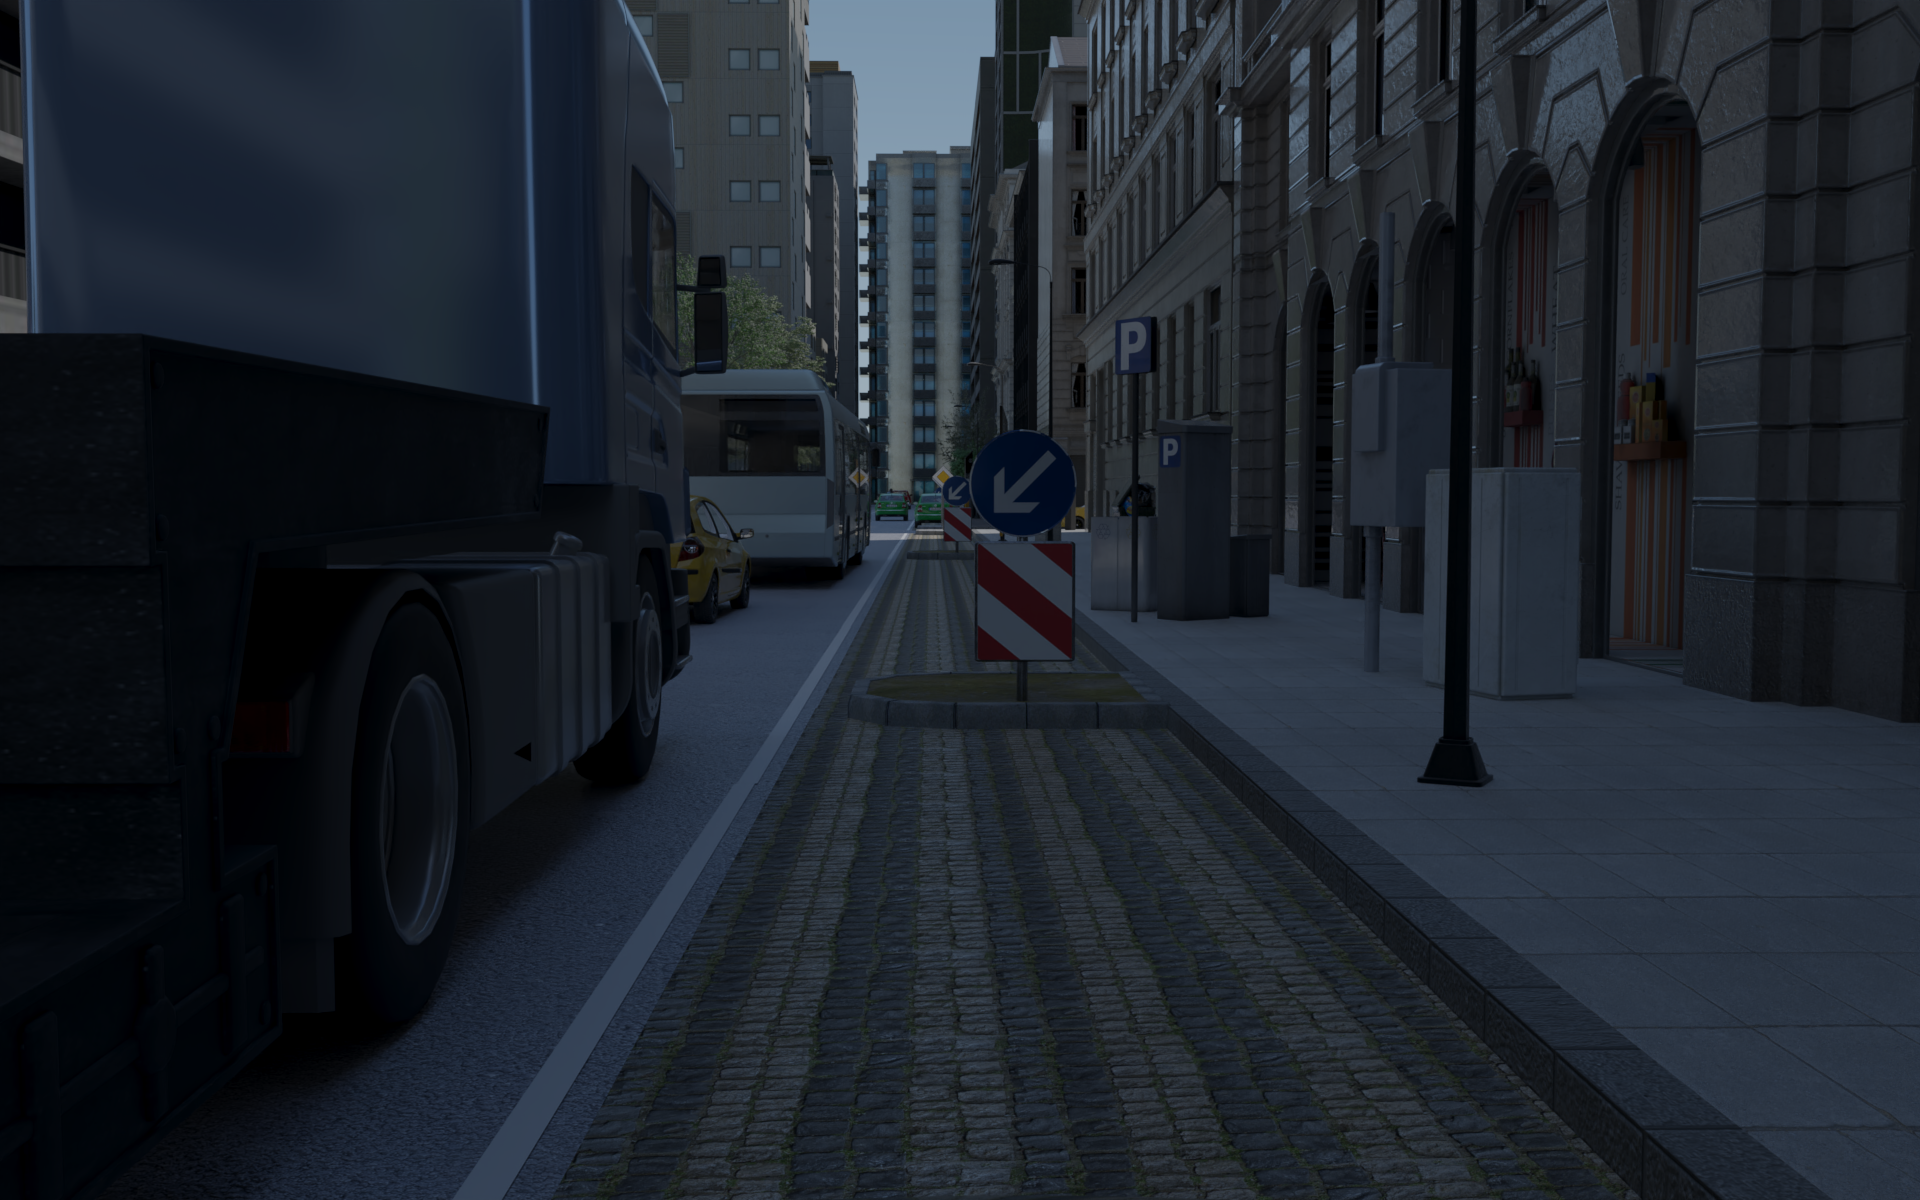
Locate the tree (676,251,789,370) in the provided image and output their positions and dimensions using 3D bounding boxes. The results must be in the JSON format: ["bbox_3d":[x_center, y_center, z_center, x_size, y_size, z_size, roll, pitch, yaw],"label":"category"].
[{"bbox_3d":[-11.149,-9.155,75.439,9.928,11.665,9.643,0,3,0],"label":"tree"}]

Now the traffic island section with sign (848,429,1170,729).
[{"bbox_3d":[0.271,-0.171,11.426,1.989,1.847,2.006,0,4,-1],"label":"traffic island section with sign"}]

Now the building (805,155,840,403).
[{"bbox_3d":[-21.785,-32.243,210.769,14.086,41.232,14.154,0,4,-1],"label":"building"}]

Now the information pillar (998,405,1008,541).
[{"bbox_3d":[1.157,-3.347,46.073,0.183,3.616,0.504,1,4,19],"label":"information pillar"}]

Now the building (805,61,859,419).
[{"bbox_3d":[-28.168,-42.624,238.908,28.212,58.520,21.231,0,4,-1],"label":"building"}]

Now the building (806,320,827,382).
[{"bbox_3d":[-28.937,-20.873,186.310,27.650,21.520,28.899,0,4,-1],"label":"building"}]

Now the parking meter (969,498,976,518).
[{"bbox_3d":[0.660,-5.083,91.514,0.372,1.533,0.369,0,3,0],"label":"parking meter"}]

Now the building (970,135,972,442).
[{"bbox_3d":[12.144,-35.678,207.033,21.300,48.544,21.600,0,4,-1],"label":"building"}]

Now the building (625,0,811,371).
[{"bbox_3d":[-27.730,-34.719,156.886,28.713,52.752,27.495,0,4,-1],"label":"building"}]

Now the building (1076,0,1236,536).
[{"bbox_3d":[11.739,-12.899,44.175,16.112,22.955,30.059,0,4,-1],"label":"building"}]

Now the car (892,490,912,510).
[{"bbox_3d":[-5.569,-9.350,161.545,2.281,1.827,5.304,0,4,-2],"label":"car"}]

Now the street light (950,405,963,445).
[{"bbox_3d":[0.369,-7.199,90.250,1.470,5.913,1.316,0,4,-1],"label":"street light"}]

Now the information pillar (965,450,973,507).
[{"bbox_3d":[0.482,-6.199,92.701,0.504,3.616,0.183,-2,4,-32],"label":"information pillar"}]

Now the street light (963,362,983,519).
[{"bbox_3d":[0.946,-5.425,61.236,1.470,5.913,1.316,0,4,-1],"label":"street light"}]

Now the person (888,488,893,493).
[{"bbox_3d":[-4.503,-6.250,110.950,0.793,1.790,0.793,0,4,8],"label":"person"}]

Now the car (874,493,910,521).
[{"bbox_3d":[-3.696,-5.202,93.843,1.959,1.807,4.718,0,4,-2],"label":"car"}]

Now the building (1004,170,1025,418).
[{"bbox_3d":[8.787,-17.267,111.198,11.050,23.489,19.941,0,4,-1],"label":"building"}]

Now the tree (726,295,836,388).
[{"bbox_3d":[-11.034,-11.085,99.374,7.486,12.596,7.792,0,3,0],"label":"tree"}]

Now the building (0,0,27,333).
[{"bbox_3d":[-22.072,-35.753,22.807,20.563,71.187,20.611,0,4,-1],"label":"building"}]

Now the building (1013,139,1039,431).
[{"bbox_3d":[9.394,-16.099,92.889,12.332,23.373,15.834,0,4,-1],"label":"building"}]

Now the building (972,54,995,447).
[{"bbox_3d":[12.491,-34.350,185.317,21.300,48.544,21.600,0,4,-1],"label":"building"}]

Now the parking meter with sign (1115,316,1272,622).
[{"bbox_3d":[2.426,-1.312,17.715,1.738,3.016,0.543,-2,4,-34],"label":"parking meter with sign"}]

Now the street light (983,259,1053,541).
[{"bbox_3d":[1.258,-3.780,34.347,1.470,5.913,1.316,0,4,-1],"label":"street light"}]

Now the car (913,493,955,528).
[{"bbox_3d":[-1.031,-3.978,73.841,1.959,1.807,4.718,0,4,-1],"label":"car"}]

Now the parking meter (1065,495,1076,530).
[{"bbox_3d":[3.910,-3.408,61.436,0.255,1.863,0.399,2,4,35],"label":"parking meter"}]

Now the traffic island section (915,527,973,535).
[{"bbox_3d":[-0.568,-2.391,61.372,2.009,0.180,2.903,0,4,-1],"label":"traffic island section"}]

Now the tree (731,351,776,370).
[{"bbox_3d":[-10.658,-8.529,89.808,4.737,8.622,4.395,0,3,0],"label":"tree"}]

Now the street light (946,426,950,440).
[{"bbox_3d":[-0.229,-8.873,117.621,1.470,5.913,1.316,0,4,-1],"label":"street light"}]

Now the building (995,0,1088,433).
[{"bbox_3d":[11.680,-44.360,163.543,20.563,71.187,20.611,0,4,-1],"label":"building"}]

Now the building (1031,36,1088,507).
[{"bbox_3d":[12.499,-13.844,75.506,18.267,20.994,9.793,0,4,-1],"label":"building"}]

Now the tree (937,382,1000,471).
[{"bbox_3d":[0.840,-9.874,111.804,4.360,8.622,3.978,0,3,0],"label":"tree"}]

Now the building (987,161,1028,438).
[{"bbox_3d":[9.399,-21.124,132.764,14.401,28.519,23.554,0,4,-1],"label":"building"}]

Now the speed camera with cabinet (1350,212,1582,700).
[{"bbox_3d":[3.360,-1.060,11.663,0.660,3.252,2.038,-1,4,-15],"label":"speed camera with cabinet"}]

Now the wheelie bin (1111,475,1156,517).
[{"bbox_3d":[2.881,-1.264,28.581,0.693,1.594,0.980,0,4,-4],"label":"wheelie bin"}]

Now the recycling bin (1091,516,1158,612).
[{"bbox_3d":[1.922,-0.410,19.253,0.722,1.027,0.722,2,4,32],"label":"recycling bin"}]

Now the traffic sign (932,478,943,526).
[{"bbox_3d":[-0.725,-4.014,69.278,0.795,2.450,0.064,0,4,-1],"label":"traffic sign"}]

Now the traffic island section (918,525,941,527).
[{"bbox_3d":[-0.701,-2.879,69.356,2.009,0.180,2.903,0,4,-1],"label":"traffic island section"}]

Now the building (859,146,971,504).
[{"bbox_3d":[1.407,-38.000,240.909,30.456,49.044,23.786,0,4,-1],"label":"building"}]

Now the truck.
[{"bbox_3d":[-2.574,-0.718,1.491,2.967,4.110,18.799,0,4,-1],"label":"truck"}]

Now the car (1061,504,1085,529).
[{"bbox_3d":[5.524,-3.365,65.245,3.980,1.641,2.015,0,4,-1],"label":"car"}]

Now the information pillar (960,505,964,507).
[{"bbox_3d":[0.139,-7.329,124.315,0.304,2.012,0.304,0,4,6],"label":"information pillar"}]

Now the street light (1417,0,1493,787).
[{"bbox_3d":[1.675,-2.142,7.568,1.470,5.913,1.316,0,4,-1],"label":"street light"}]

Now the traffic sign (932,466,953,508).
[{"bbox_3d":[-0.591,-3.526,61.295,0.795,2.450,0.064,0,4,-1],"label":"traffic sign"}]

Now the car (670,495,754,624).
[{"bbox_3d":[-3.524,-0.631,20.546,2.015,1.641,3.980,0,4,1],"label":"car"}]

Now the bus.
[{"bbox_3d":[-3.179,-2.284,32.203,2.948,3.499,13.247,0,4,0],"label":"bus"}]

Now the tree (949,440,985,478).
[{"bbox_3d":[0.869,-7.437,105.306,4.285,4.588,4.351,0,3,0],"label":"tree"}]

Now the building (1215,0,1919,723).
[{"bbox_3d":[10.625,-10.726,17.177,13.314,21.916,24.055,0,4,-1],"label":"building"}]

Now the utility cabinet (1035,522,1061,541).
[{"bbox_3d":[2.301,-2.217,44.931,0.318,1.500,1.173,2,4,24],"label":"utility cabinet"}]
